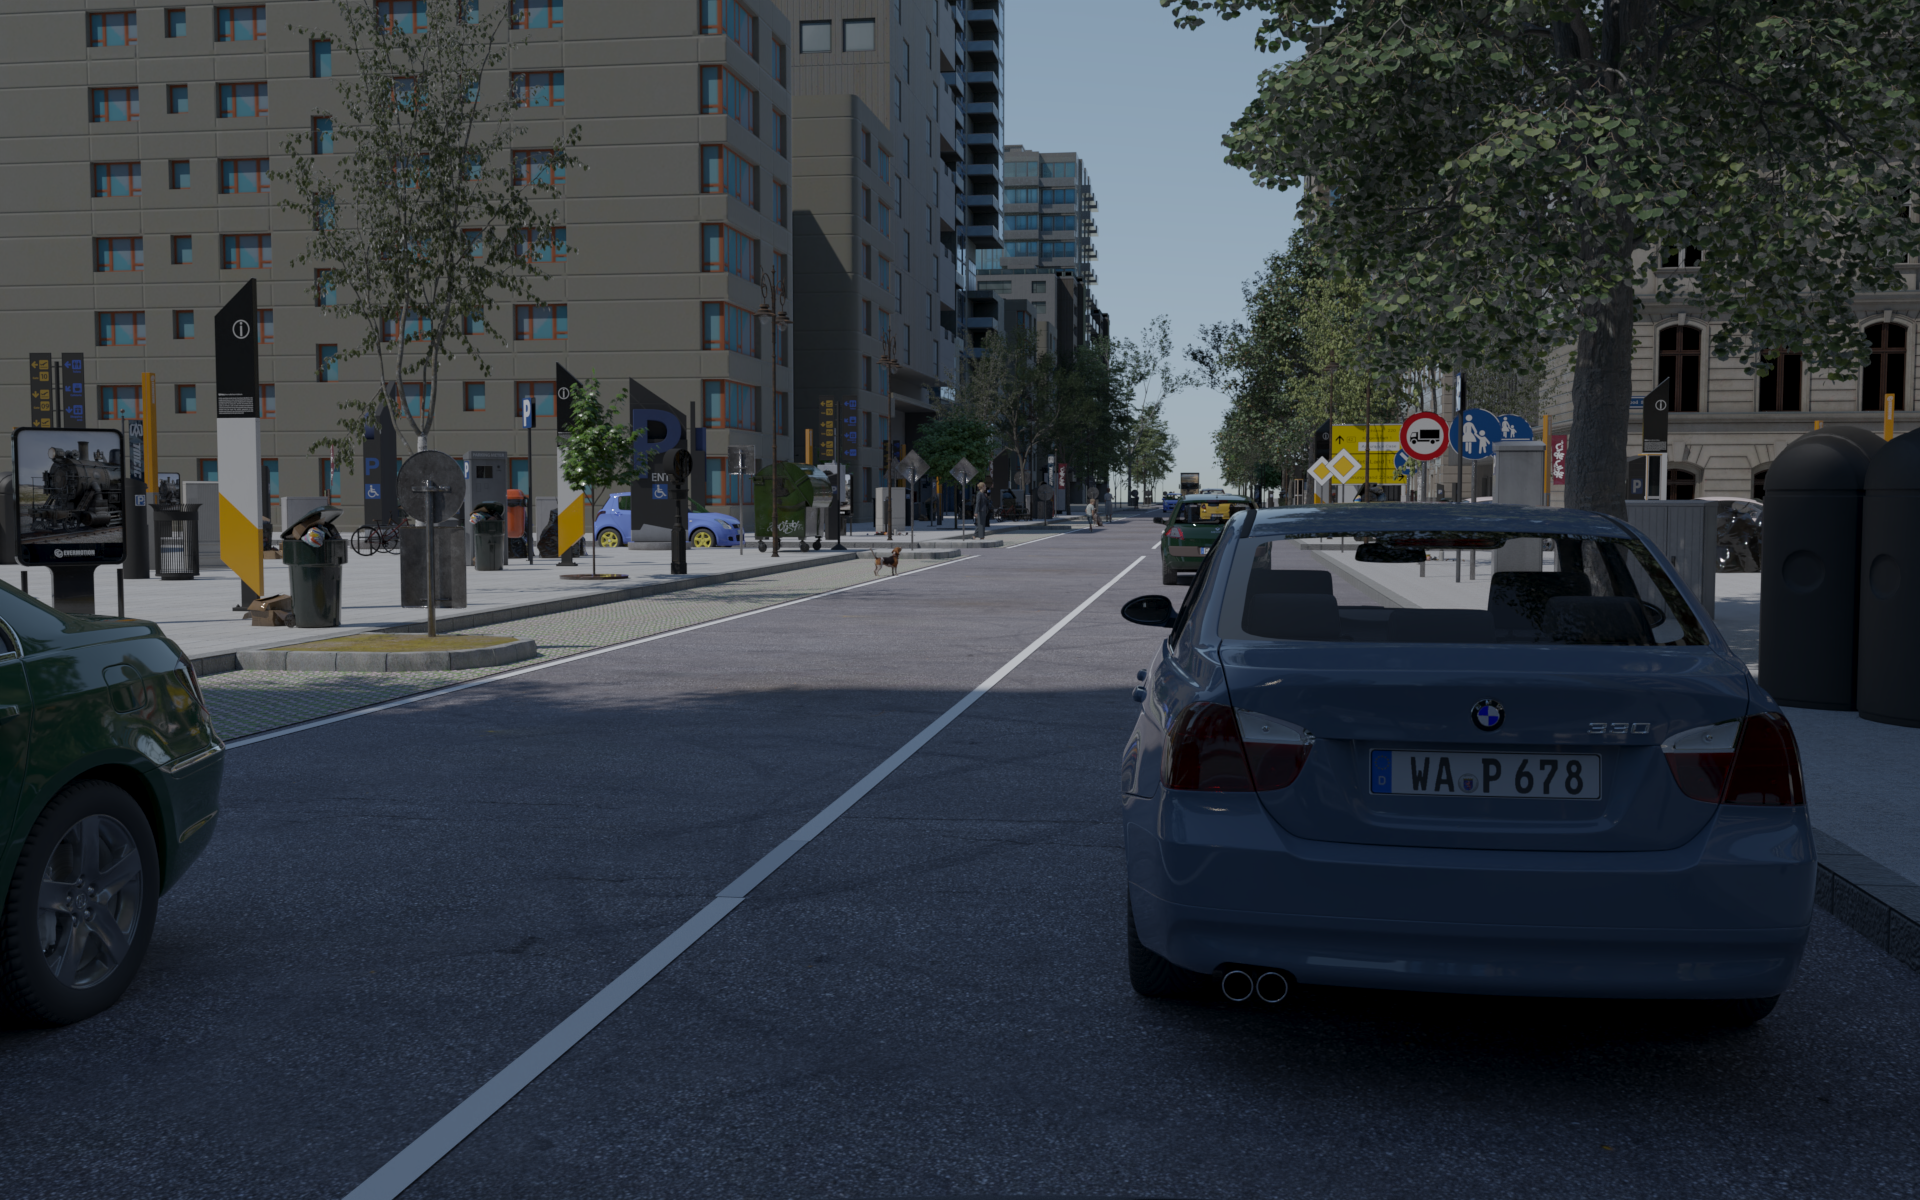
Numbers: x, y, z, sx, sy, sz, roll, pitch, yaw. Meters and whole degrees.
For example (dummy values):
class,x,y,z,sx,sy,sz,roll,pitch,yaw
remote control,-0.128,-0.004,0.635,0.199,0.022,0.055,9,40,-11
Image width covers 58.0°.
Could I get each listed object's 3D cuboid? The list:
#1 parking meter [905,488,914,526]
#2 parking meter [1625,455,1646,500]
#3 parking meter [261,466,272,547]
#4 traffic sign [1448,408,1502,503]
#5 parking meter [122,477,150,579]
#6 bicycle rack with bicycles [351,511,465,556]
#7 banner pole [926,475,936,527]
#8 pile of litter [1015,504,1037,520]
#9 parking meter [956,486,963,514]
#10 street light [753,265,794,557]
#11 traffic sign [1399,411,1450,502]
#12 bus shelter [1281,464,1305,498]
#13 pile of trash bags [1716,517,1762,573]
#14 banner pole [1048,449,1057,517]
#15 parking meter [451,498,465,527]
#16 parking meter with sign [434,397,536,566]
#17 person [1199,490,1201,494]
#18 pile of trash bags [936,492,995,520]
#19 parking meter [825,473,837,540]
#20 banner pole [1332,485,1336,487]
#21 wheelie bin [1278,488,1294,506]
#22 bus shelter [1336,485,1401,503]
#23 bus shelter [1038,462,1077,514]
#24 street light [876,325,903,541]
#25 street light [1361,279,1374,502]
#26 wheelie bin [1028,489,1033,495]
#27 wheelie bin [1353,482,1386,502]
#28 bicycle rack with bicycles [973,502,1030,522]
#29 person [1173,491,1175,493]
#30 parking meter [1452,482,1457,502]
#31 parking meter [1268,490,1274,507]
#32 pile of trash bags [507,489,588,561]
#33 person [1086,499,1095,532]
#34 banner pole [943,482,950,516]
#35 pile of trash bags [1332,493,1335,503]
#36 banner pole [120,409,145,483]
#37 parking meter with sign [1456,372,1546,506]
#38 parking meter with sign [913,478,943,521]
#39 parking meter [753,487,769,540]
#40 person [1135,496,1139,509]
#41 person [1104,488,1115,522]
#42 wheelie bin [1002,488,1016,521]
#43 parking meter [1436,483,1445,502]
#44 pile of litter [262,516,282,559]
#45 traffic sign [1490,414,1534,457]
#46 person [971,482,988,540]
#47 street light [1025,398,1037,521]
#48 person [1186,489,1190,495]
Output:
class,x,y,z,sx,sy,sz,roll,pitch,yaw
parking meter,-2.030,-3.712,69.096,0.372,1.533,0.369,0,3,0
parking meter,10.045,-1.241,26.007,0.399,1.863,0.255,-2,4,-24
parking meter,-14.387,-1.838,35.768,0.255,1.863,0.399,-1,4,-15
traffic sign,7.654,-1.571,25.791,0.768,2.556,0.104,1,4,13
parking meter,-12.466,-1.086,26.171,0.372,1.533,0.369,0,3,0
bicycle rack with bicycles,-11.654,-1.451,37.103,2.925,0.926,2.852,-2,4,-26
banner pole,-1.207,-4.810,68.658,0.401,3.779,0.863,-1,4,-22
pile of litter,3.083,-4.455,86.804,1.719,0.858,1.176,-1,4,-13
parking meter,-0.015,-6.539,112.615,0.399,1.863,0.255,-3,4,-39
street light,-3.760,-3.810,35.079,0.468,5.910,1.993,1,4,8
traffic sign,7.146,-1.625,26.681,0.768,2.556,0.104,1,4,11
bus shelter,21.521,-7.435,112.840,1.731,3.624,6.357,1,4,8
pile of trash bags,13.844,-1.149,28.544,3.447,1.369,1.912,1,4,15
banner pole,5.162,-6.493,96.175,0.401,3.779,0.863,-3,5,-42
parking meter,-11.821,-1.986,40.878,0.372,1.533,0.369,0,3,0
parking meter with sign,-8.512,-2.125,31.008,1.738,3.016,0.543,-2,4,-30
person,24.814,-10.407,178.738,1.350,1.814,0.705,-1,4,-12
pile of trash bags,0.171,-4.753,87.466,3.447,1.369,1.912,1,4,14
parking meter,-3.577,-2.602,48.253,0.399,1.863,0.255,-2,4,-27
banner pole,14.278,-4.649,66.032,0.401,3.779,0.863,-1,4,-20
wheelie bin,18.080,-5.397,96.143,0.693,1.594,0.980,-3,4,-37
bus shelter,12.592,-3.646,53.531,2.014,3.302,5.546,1,4,8
bus shelter,6.362,-7.270,112.787,2.014,3.302,5.546,1,4,9
street light,-1.936,-4.580,47.669,0.468,5.910,1.993,1,4,8
street light,8.795,-3.947,37.328,0.468,5.910,1.993,1,4,8
wheelie bin,4.849,-6.471,113.708,0.980,1.594,0.693,-2,4,-24
wheelie bin,11.117,-2.386,46.920,0.980,1.594,0.693,-3,5,-42
bicycle rack with bicycles,2.073,-4.088,80.226,2.925,0.926,2.852,-3,4,-38
person,22.376,-10.513,181.096,1.217,1.735,0.721,0,4,-8
parking meter,24.774,-4.941,86.488,0.399,1.863,0.255,-2,4,-33
parking meter,18.145,-5.664,101.011,0.372,1.533,0.369,0,3,0
pile of trash bags,-8.559,-1.519,34.590,1.912,1.369,3.447,0,4,-2
person,4.895,-3.167,64.963,0.352,1.250,0.332,0,4,-5
banner pole,-1.010,-6.943,103.542,0.863,3.779,0.401,1,4,21
pile of trash bags,26.005,-6.387,114.171,3.447,1.369,1.912,-1,4,-12
banner pole,-24.466,-3.742,51.193,0.401,3.779,0.863,3,5,41
parking meter with sign,8.025,-1.748,24.842,1.738,3.016,0.543,1,4,10
parking meter with sign,-1.530,-5.387,84.335,1.738,3.016,0.543,2,4,34
parking meter,-5.558,-2.614,48.450,0.399,1.863,0.255,1,4,20
person,15.204,-8.390,148.915,0.421,1.427,0.697,0,4,1
person,7.591,-4.819,87.853,0.480,1.755,0.524,1,4,22
wheelie bin,2.368,-4.649,83.921,0.693,1.594,0.980,0,4,-6
parking meter,25.685,-5.313,92.571,0.399,1.863,0.255,2,4,23
pile of litter,-13.689,-1.249,34.379,1.719,0.858,1.176,-3,4,-37
traffic sign,8.727,-1.684,27.636,0.768,2.556,0.104,1,4,12
person,0.584,-2.566,50.878,0.534,1.772,0.576,0,4,-7
street light,3.427,-6.761,83.333,0.468,5.910,1.993,1,4,8
person,14.609,-6.266,111.291,0.374,1.781,0.599,0,4,-6
